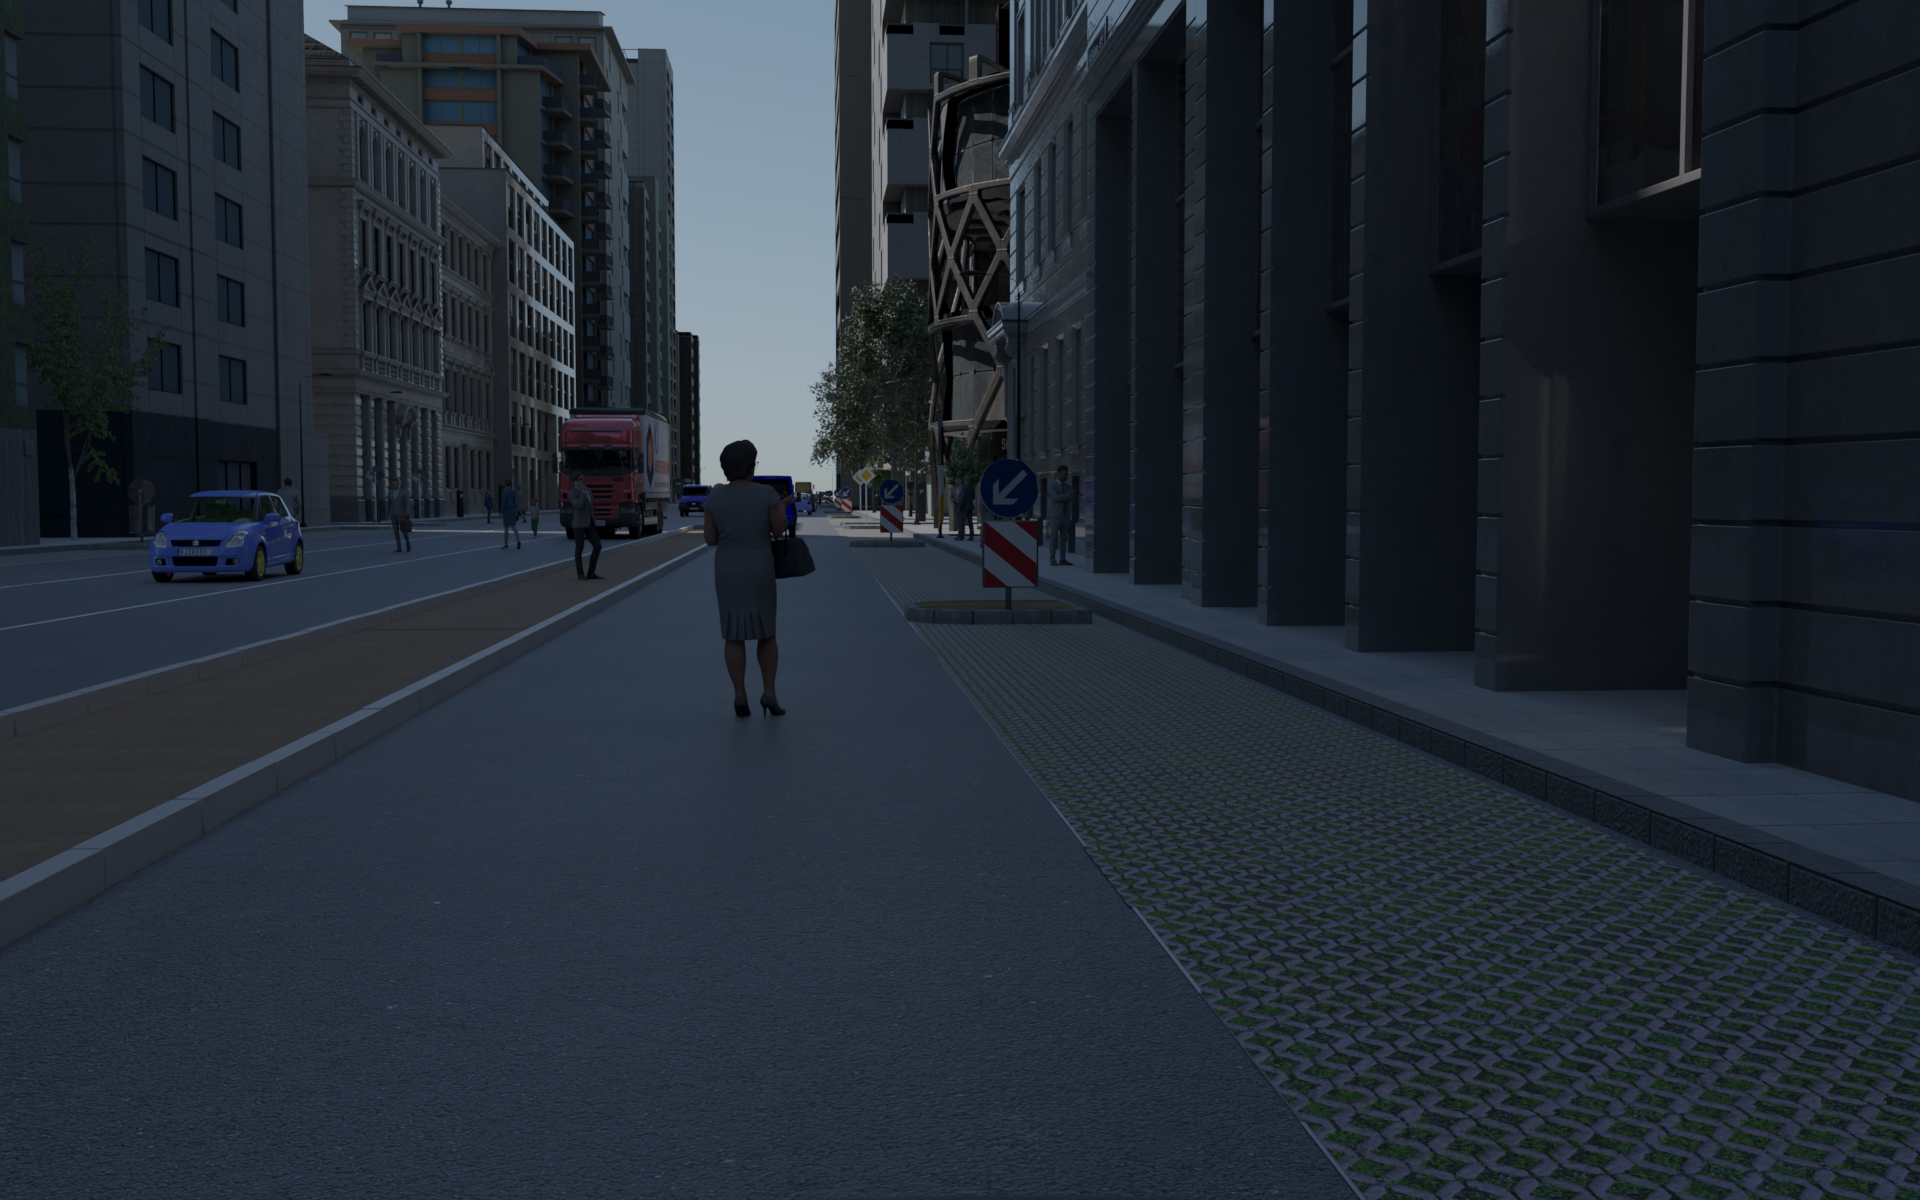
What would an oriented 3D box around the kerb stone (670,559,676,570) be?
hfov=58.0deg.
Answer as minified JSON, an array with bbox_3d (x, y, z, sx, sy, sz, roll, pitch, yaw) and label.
[{"bbox_3d":[-5.441,-0.615,32.322,0.120,0.150,1.000,0,4,-5],"label":"kerb stone"}]

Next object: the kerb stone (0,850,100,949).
[{"bbox_3d":[-3.110,1.005,5.757,0.120,0.150,1.000,0,4,-5],"label":"kerb stone"}]

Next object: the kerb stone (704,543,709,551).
[{"bbox_3d":[-6.330,-1.244,42.546,0.120,0.150,1.000,0,4,-5],"label":"kerb stone"}]

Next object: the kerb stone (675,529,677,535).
[{"bbox_3d":[-9.948,-2.292,59.687,0.120,0.150,1.000,0,4,-5],"label":"kerb stone"}]

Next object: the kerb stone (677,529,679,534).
[{"bbox_3d":[-10.033,-2.356,60.710,0.120,0.150,1.000,0,4,-5],"label":"kerb stone"}]

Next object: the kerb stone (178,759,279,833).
[{"bbox_3d":[-3.294,0.880,7.800,0.120,0.150,1.000,0,4,-5],"label":"kerb stone"}]

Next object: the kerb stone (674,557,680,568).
[{"bbox_3d":[-5.532,-0.682,33.351,0.120,0.150,1.000,0,4,-5],"label":"kerb stone"}]

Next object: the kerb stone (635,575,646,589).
[{"bbox_3d":[-4.899,-0.242,26.179,0.120,0.150,1.000,0,4,-5],"label":"kerb stone"}]

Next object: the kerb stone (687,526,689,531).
[{"bbox_3d":[-10.484,-2.669,65.835,0.120,0.150,1.000,0,4,-5],"label":"kerb stone"}]

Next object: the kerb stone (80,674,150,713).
[{"bbox_3d":[-5.745,0.642,11.701,0.120,0.150,1.000,0,4,-5],"label":"kerb stone"}]

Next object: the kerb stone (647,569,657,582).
[{"bbox_3d":[-5.088,-0.368,28.219,0.120,0.150,1.000,0,4,-5],"label":"kerb stone"}]

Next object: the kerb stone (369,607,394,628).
[{"bbox_3d":[-6.372,0.211,18.845,0.120,0.150,1.000,0,4,-5],"label":"kerb stone"}]

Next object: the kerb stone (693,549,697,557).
[{"bbox_3d":[-5.980,-0.995,38.460,0.120,0.150,1.000,0,4,-5],"label":"kerb stone"}]

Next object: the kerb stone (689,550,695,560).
[{"bbox_3d":[-5.887,-0.927,37.442,0.120,0.150,1.000,0,4,-5],"label":"kerb stone"}]

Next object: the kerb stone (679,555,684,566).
[{"bbox_3d":[-5.618,-0.745,34.384,0.120,0.150,1.000,0,4,-5],"label":"kerb stone"}]

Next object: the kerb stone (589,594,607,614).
[{"bbox_3d":[-4.453,0.068,21.085,0.120,0.150,1.000,0,4,-5],"label":"kerb stone"}]

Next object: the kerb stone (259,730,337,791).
[{"bbox_3d":[-3.385,0.822,8.826,0.120,0.150,1.000,0,4,-5],"label":"kerb stone"}]

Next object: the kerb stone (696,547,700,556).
[{"bbox_3d":[-6.072,-1.057,39.487,0.120,0.150,1.000,0,4,-5],"label":"kerb stone"}]

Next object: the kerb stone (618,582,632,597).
[{"bbox_3d":[-4.723,-0.119,24.142,0.120,0.150,1.000,0,4,-5],"label":"kerb stone"}]

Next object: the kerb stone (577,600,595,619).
[{"bbox_3d":[-4.377,0.131,20.060,0.120,0.150,1.000,0,4,-5],"label":"kerb stone"}]

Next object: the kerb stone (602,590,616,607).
[{"bbox_3d":[-4.546,0.007,22.103,0.120,0.150,1.000,0,4,-5],"label":"kerb stone"}]

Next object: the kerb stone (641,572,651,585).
[{"bbox_3d":[-4.993,-0.306,27.202,0.120,0.150,1.000,0,4,-5],"label":"kerb stone"}]

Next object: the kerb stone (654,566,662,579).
[{"bbox_3d":[-5.171,-0.432,29.251,0.120,0.150,1.000,0,4,-5],"label":"kerb stone"}]

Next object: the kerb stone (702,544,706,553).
[{"bbox_3d":[-6.246,-1.182,41.524,0.120,0.150,1.000,0,4,-5],"label":"kerb stone"}]

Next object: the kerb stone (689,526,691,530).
[{"bbox_3d":[-10.567,-2.731,66.854,0.120,0.150,1.000,0,4,-5],"label":"kerb stone"}]

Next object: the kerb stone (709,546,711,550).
[{"bbox_3d":[-6.422,-1.305,43.564,0.120,0.150,1.000,0,4,-5],"label":"kerb stone"}]

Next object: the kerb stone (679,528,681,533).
[{"bbox_3d":[-10.125,-2.418,61.733,0.120,0.150,1.000,0,4,-5],"label":"kerb stone"}]

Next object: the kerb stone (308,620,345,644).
[{"bbox_3d":[-6.190,0.331,16.808,0.120,0.150,1.000,0,4,-5],"label":"kerb stone"}]

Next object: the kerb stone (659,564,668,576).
[{"bbox_3d":[-5.254,-0.495,30.281,0.120,0.150,1.000,0,4,-5],"label":"kerb stone"}]

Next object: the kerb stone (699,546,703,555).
[{"bbox_3d":[-6.155,-1.114,40.506,0.120,0.150,1.000,0,4,-5],"label":"kerb stone"}]

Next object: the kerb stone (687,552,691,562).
[{"bbox_3d":[-5.795,-0.870,36.421,0.120,0.150,1.000,0,4,-5],"label":"kerb stone"}]

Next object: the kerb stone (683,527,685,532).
[{"bbox_3d":[-10.300,-2.544,63.791,0.120,0.150,1.000,0,4,-5],"label":"kerb stone"}]

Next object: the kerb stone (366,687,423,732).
[{"bbox_3d":[-3.563,0.693,10.870,0.120,0.150,1.000,0,4,-5],"label":"kerb stone"}]

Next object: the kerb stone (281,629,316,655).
[{"bbox_3d":[-6.096,0.400,15.785,0.120,0.150,1.000,0,4,-5],"label":"kerb stone"}]

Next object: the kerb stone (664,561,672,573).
[{"bbox_3d":[-5.353,-0.557,31.298,0.120,0.150,1.000,0,4,-5],"label":"kerb stone"}]

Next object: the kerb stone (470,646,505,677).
[{"bbox_3d":[-3.833,0.506,13.933,0.120,0.150,1.000,0,4,-5],"label":"kerb stone"}]

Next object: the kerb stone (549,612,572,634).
[{"bbox_3d":[-4.189,0.255,18.018,0.120,0.150,1.000,0,4,-5],"label":"kerb stone"}]

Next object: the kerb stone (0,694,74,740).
[{"bbox_3d":[-5.648,0.705,10.677,0.120,0.150,1.000,0,4,-5],"label":"kerb stone"}]

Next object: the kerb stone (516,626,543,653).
[{"bbox_3d":[-4.010,0.381,15.973,0.120,0.150,1.000,0,4,-5],"label":"kerb stone"}]

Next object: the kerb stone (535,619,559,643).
[{"bbox_3d":[-4.098,0.318,16.991,0.120,0.150,1.000,0,4,-5],"label":"kerb stone"}]

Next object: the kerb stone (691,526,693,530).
[{"bbox_3d":[-10.659,-2.794,67.872,0.120,0.150,1.000,0,4,-5],"label":"kerb stone"}]

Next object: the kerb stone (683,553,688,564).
[{"bbox_3d":[-5.706,-0.808,35.403,0.120,0.150,1.000,0,4,-5],"label":"kerb stone"}]

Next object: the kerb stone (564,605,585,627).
[{"bbox_3d":[-4.277,0.193,19.038,0.120,0.150,1.000,0,4,-5],"label":"kerb stone"}]

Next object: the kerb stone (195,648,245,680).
[{"bbox_3d":[-5.919,0.522,13.739,0.120,0.150,1.000,0,4,-5],"label":"kerb stone"}]

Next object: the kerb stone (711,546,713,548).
[{"bbox_3d":[-6.516,-1.367,44.582,0.120,0.150,1.000,0,4,-5],"label":"kerb stone"}]

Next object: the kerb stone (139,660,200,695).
[{"bbox_3d":[-5.836,0.580,12.719,0.120,0.150,1.000,0,4,-5],"label":"kerb stone"}]

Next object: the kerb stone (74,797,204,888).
[{"bbox_3d":[-3.204,0.943,6.775,0.120,0.150,1.000,0,4,-5],"label":"kerb stone"}]

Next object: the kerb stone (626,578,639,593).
[{"bbox_3d":[-4.814,-0.181,25.160,0.120,0.150,1.000,0,4,-5],"label":"kerb stone"}]

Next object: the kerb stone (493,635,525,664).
[{"bbox_3d":[-3.920,0.443,14.954,0.120,0.150,1.000,0,4,-5],"label":"kerb stone"}]

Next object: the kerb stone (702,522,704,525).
[{"bbox_3d":[-11.789,-3.576,80.656,0.120,0.150,1.000,0,4,-5],"label":"kerb stone"}]

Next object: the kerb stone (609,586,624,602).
[{"bbox_3d":[-4.639,-0.056,23.121,0.120,0.150,1.000,0,4,-5],"label":"kerb stone"}]

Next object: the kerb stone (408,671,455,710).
[{"bbox_3d":[-3.651,0.630,11.890,0.120,0.150,1.000,0,4,-5],"label":"kerb stone"}]

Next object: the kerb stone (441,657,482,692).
[{"bbox_3d":[-3.742,0.568,12.910,0.120,0.150,1.000,0,4,-5],"label":"kerb stone"}]

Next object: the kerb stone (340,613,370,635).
[{"bbox_3d":[-6.284,0.267,17.826,0.120,0.150,1.000,0,4,-5],"label":"kerb stone"}]

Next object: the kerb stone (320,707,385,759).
[{"bbox_3d":[-3.470,0.760,9.849,0.120,0.150,1.000,0,4,-5],"label":"kerb stone"}]

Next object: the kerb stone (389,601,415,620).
[{"bbox_3d":[-6.460,0.143,19.863,0.120,0.150,1.000,0,4,-5],"label":"kerb stone"}]

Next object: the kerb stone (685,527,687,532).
[{"bbox_3d":[-10.391,-2.606,64.811,0.120,0.150,1.000,0,4,-5],"label":"kerb stone"}]

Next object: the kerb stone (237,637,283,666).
[{"bbox_3d":[-6.007,0.455,14.764,0.120,0.150,1.000,0,4,-5],"label":"kerb stone"}]

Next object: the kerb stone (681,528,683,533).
[{"bbox_3d":[-10.214,-2.481,62.761,0.120,0.150,1.000,0,4,-5],"label":"kerb stone"}]
